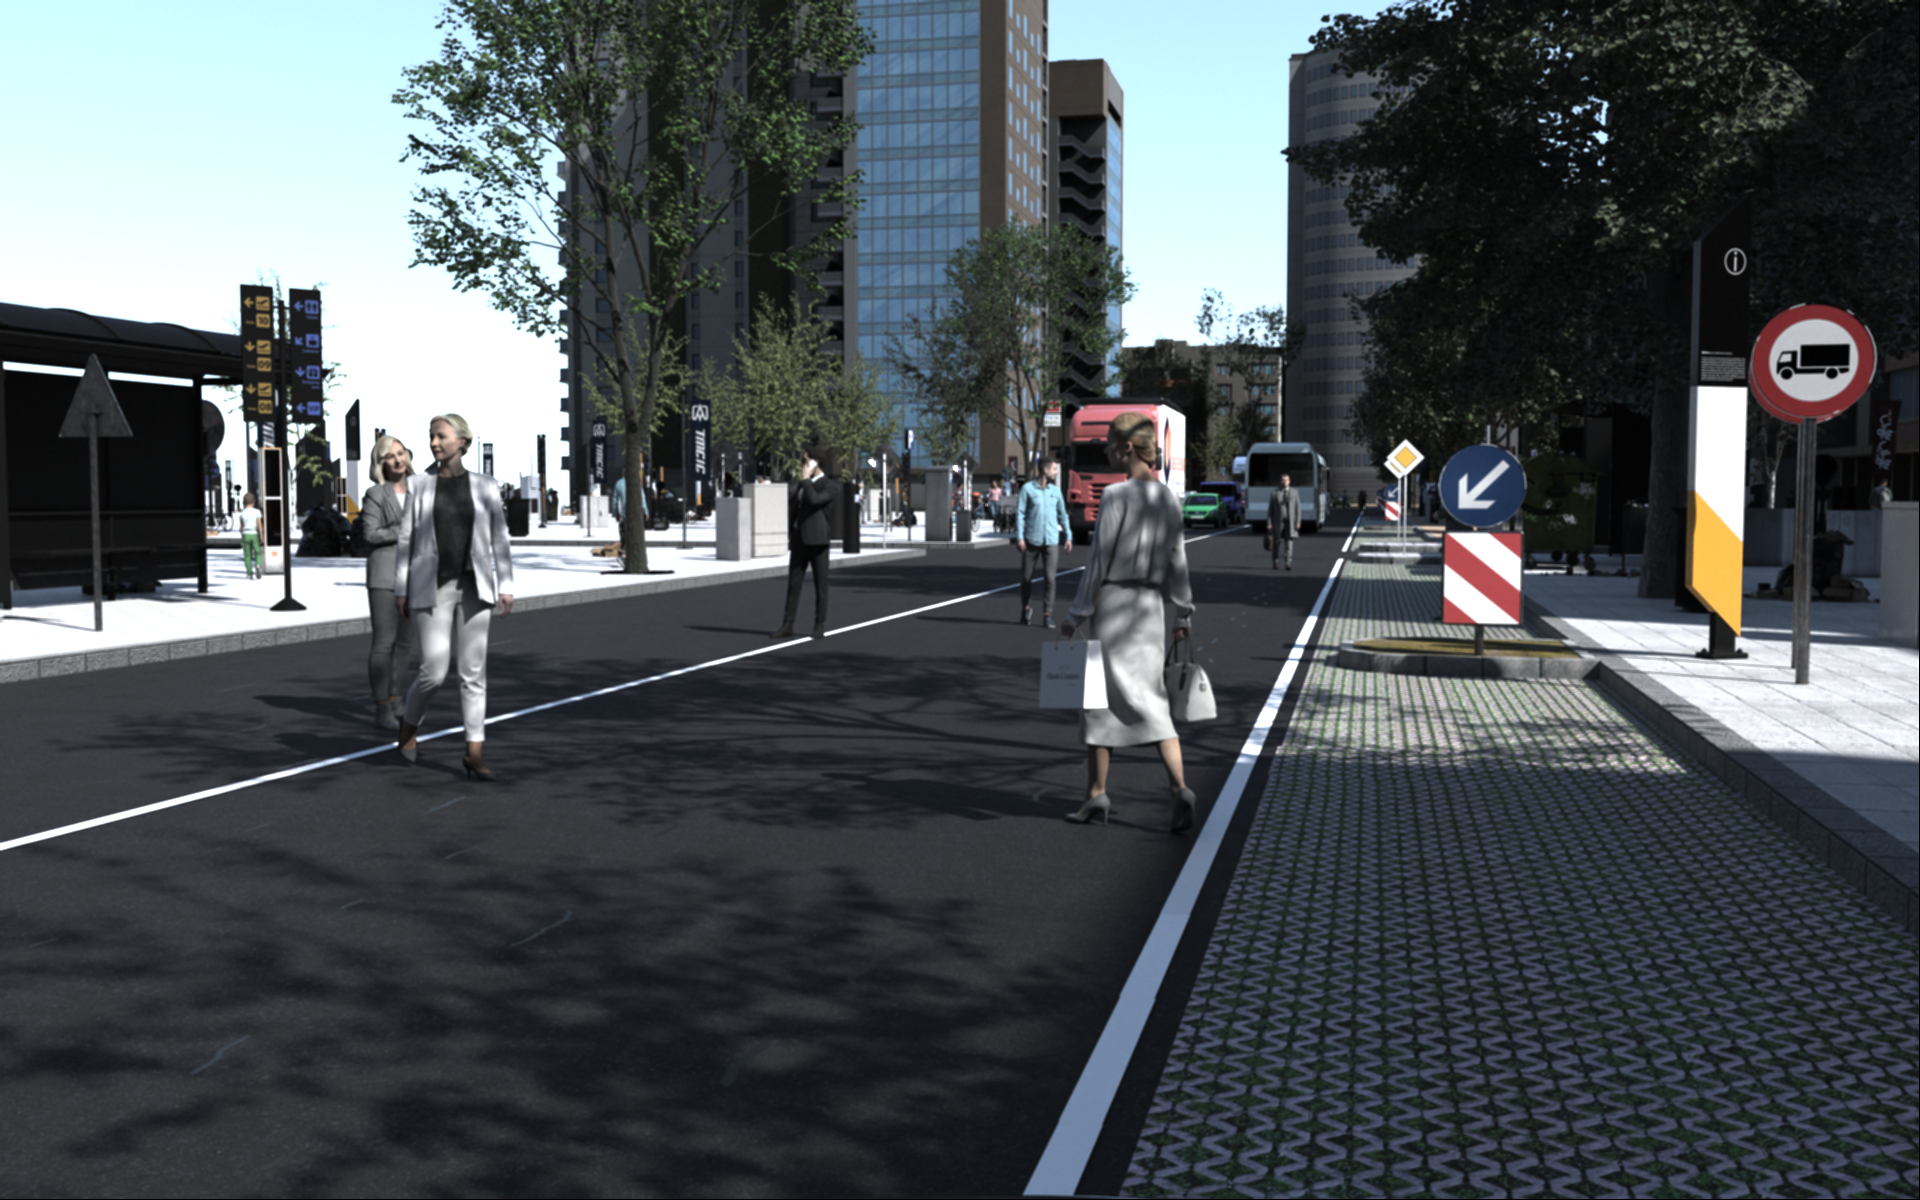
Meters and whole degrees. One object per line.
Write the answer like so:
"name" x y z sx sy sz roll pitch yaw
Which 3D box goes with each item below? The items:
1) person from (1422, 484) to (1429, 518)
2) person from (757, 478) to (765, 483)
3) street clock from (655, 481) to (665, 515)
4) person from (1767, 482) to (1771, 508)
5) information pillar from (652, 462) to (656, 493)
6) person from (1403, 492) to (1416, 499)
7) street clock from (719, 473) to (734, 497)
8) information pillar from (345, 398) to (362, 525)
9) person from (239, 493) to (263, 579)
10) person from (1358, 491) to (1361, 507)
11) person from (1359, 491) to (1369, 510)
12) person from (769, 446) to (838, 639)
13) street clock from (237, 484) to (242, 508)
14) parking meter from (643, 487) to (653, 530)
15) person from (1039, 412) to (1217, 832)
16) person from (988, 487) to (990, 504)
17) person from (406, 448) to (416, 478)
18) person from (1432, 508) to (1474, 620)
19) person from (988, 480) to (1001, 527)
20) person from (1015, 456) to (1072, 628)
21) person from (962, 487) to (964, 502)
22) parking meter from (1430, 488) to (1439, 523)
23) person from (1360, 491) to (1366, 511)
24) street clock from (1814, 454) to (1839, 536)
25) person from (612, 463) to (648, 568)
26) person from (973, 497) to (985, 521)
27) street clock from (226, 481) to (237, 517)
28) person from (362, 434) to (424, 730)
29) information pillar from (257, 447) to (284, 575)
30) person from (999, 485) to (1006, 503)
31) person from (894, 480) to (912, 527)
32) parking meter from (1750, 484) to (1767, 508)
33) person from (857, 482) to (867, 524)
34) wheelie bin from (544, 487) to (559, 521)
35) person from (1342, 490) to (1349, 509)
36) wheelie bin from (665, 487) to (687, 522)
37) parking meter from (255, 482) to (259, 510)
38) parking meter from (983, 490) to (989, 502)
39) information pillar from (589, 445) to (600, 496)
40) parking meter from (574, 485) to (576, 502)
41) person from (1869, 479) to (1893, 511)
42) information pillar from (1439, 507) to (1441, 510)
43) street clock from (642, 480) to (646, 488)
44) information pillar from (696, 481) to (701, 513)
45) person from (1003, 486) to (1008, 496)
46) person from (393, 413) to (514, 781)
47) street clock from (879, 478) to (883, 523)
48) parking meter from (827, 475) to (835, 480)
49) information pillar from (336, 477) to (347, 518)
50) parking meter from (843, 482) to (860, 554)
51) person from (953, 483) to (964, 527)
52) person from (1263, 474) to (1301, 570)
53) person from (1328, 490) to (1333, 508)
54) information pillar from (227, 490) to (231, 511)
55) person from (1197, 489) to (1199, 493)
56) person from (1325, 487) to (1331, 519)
"person" 24.520 -5.191 90.929 0.620 1.820 0.660 0 4 1
"person" -5.977 -2.799 52.361 0.362 1.759 0.519 -3 5 -44
"street clock" -16.695 -5.618 96.427 0.471 2.002 0.358 -2 4 -34
"person" 31.789 -3.759 68.048 0.519 1.759 0.362 -1 4 -22
"information pillar" -22.378 -8.279 126.716 0.183 3.616 0.504 1 4 16
"person" 41.817 -9.484 161.194 1.348 1.812 0.705 2 4 29
"street clock" -7.796 -3.255 57.785 0.471 2.002 0.358 0 4 -3
"information pillar" -14.914 -3.136 42.623 0.504 3.616 0.183 2 4 33
"person" -10.643 -0.962 26.020 0.306 1.304 0.590 -2 4 -32
"person" 42.619 -10.724 184.382 0.434 1.755 0.990 -1 4 -11
"person" 36.878 -9.115 158.245 0.721 1.735 1.217 -2 4 -34
"person" -1.523 -0.570 17.184 0.648 1.900 0.474 2 4 32
"street clock" -53.809 -7.618 129.123 0.471 2.002 0.358 -3 5 -41
"parking meter" -11.242 -3.295 62.285 0.372 1.533 0.369 0 3 0
"person" 0.723 0.092 7.346 0.694 1.780 0.624 -2 4 -23
"person" 1.911 -6.707 116.451 0.760 1.731 0.466 -1 4 -15
"person" -7.557 -1.105 23.477 0.474 1.900 0.648 -2 4 -27
"person" 5.596 -0.697 19.697 0.447 1.846 0.655 3 4 36
"person" 1.363 -3.817 68.464 0.555 1.821 0.388 0 4 -1
"person" 0.895 -0.639 18.813 0.638 1.841 0.748 0 4 -4
"person" 0.245 -7.142 122.994 0.590 1.801 0.661 -2 4 -26
"parking meter" 21.216 -4.222 77.436 0.372 1.533 0.369 0 3 0
"person" 34.425 -8.491 148.046 0.721 1.735 1.217 2 4 34
"street clock" 15.621 -1.640 31.377 0.471 2.002 0.358 2 4 33
"person" -5.852 -1.498 30.395 0.638 1.841 0.748 2 4 32
"person" 0.843 -4.399 83.462 0.738 1.151 1.012 0 4 4
"street clock" -41.391 -5.725 98.168 0.358 2.002 0.471 -2 4 -35
"person" -3.448 -0.129 10.795 0.537 1.800 0.526 -3 5 -44
"information pillar" -10.931 -1.406 27.474 0.304 2.012 0.304 -3 4 -36
"person" 2.342 -5.586 97.548 0.721 1.800 0.419 -1 4 -18
"person" -2.160 -3.731 66.960 0.836 1.842 0.656 -2 4 -32
"parking meter" 19.390 -2.059 42.078 0.372 1.533 0.369 0 3 0
"person" -4.298 -4.200 74.914 0.583 1.804 0.606 3 5 39
"wheelie bin" -19.406 -4.543 82.185 0.693 1.594 0.980 -2 4 -28
"person" 35.823 -9.324 160.823 0.599 1.838 0.709 1 4 14
"wheelie bin" -14.244 -4.777 86.020 0.980 1.594 0.693 3 4 39
"parking meter" -33.173 -4.673 82.116 0.399 1.863 0.255 0 4 -4
"parking meter" 1.564 -5.870 104.379 0.372 1.533 0.369 0 3 0
"information pillar" -15.503 -5.031 73.619 0.183 3.616 0.504 3 5 41
"parking meter" -26.011 -6.841 117.558 0.255 1.863 0.399 -3 4 -38
"person" 28.086 -2.841 52.845 0.623 1.781 0.721 2 4 24
"information pillar" 28.388 -6.012 102.792 0.304 2.012 0.304 1 4 22
"street clock" -16.849 -5.327 91.668 0.471 2.002 0.358 1 4 23
"information pillar" -13.176 -5.859 87.144 0.183 3.616 0.504 -2 4 -26
"person" 2.860 -6.336 109.907 0.850 1.792 0.678 3 4 36
"person" -2.618 -0.029 8.853 0.514 1.842 0.818 -3 5 -41
"street clock" -3.360 -4.369 75.995 0.358 2.002 0.471 0 4 -6
"parking meter" -4.020 -2.919 53.444 0.255 1.863 0.399 -2 4 -24
"information pillar" -27.132 -4.373 75.990 0.304 2.012 0.304 1 4 22
"parking meter" -2.350 -1.775 37.428 0.372 1.533 0.369 0 3 0
"person" -0.096 -3.738 67.992 0.643 1.720 0.563 -1 4 -23
"person" 6.115 -1.483 32.844 0.694 1.812 0.767 0 4 7
"person" 37.367 -10.217 175.564 1.348 1.821 0.705 -2 4 -32
"information pillar" -55.068 -7.708 130.520 0.304 2.012 0.304 -1 4 -20
"person" 23.319 -9.980 169.927 0.721 1.736 1.217 3 4 38
"person" 20.344 -5.377 96.299 0.514 1.842 0.818 0 4 -1
